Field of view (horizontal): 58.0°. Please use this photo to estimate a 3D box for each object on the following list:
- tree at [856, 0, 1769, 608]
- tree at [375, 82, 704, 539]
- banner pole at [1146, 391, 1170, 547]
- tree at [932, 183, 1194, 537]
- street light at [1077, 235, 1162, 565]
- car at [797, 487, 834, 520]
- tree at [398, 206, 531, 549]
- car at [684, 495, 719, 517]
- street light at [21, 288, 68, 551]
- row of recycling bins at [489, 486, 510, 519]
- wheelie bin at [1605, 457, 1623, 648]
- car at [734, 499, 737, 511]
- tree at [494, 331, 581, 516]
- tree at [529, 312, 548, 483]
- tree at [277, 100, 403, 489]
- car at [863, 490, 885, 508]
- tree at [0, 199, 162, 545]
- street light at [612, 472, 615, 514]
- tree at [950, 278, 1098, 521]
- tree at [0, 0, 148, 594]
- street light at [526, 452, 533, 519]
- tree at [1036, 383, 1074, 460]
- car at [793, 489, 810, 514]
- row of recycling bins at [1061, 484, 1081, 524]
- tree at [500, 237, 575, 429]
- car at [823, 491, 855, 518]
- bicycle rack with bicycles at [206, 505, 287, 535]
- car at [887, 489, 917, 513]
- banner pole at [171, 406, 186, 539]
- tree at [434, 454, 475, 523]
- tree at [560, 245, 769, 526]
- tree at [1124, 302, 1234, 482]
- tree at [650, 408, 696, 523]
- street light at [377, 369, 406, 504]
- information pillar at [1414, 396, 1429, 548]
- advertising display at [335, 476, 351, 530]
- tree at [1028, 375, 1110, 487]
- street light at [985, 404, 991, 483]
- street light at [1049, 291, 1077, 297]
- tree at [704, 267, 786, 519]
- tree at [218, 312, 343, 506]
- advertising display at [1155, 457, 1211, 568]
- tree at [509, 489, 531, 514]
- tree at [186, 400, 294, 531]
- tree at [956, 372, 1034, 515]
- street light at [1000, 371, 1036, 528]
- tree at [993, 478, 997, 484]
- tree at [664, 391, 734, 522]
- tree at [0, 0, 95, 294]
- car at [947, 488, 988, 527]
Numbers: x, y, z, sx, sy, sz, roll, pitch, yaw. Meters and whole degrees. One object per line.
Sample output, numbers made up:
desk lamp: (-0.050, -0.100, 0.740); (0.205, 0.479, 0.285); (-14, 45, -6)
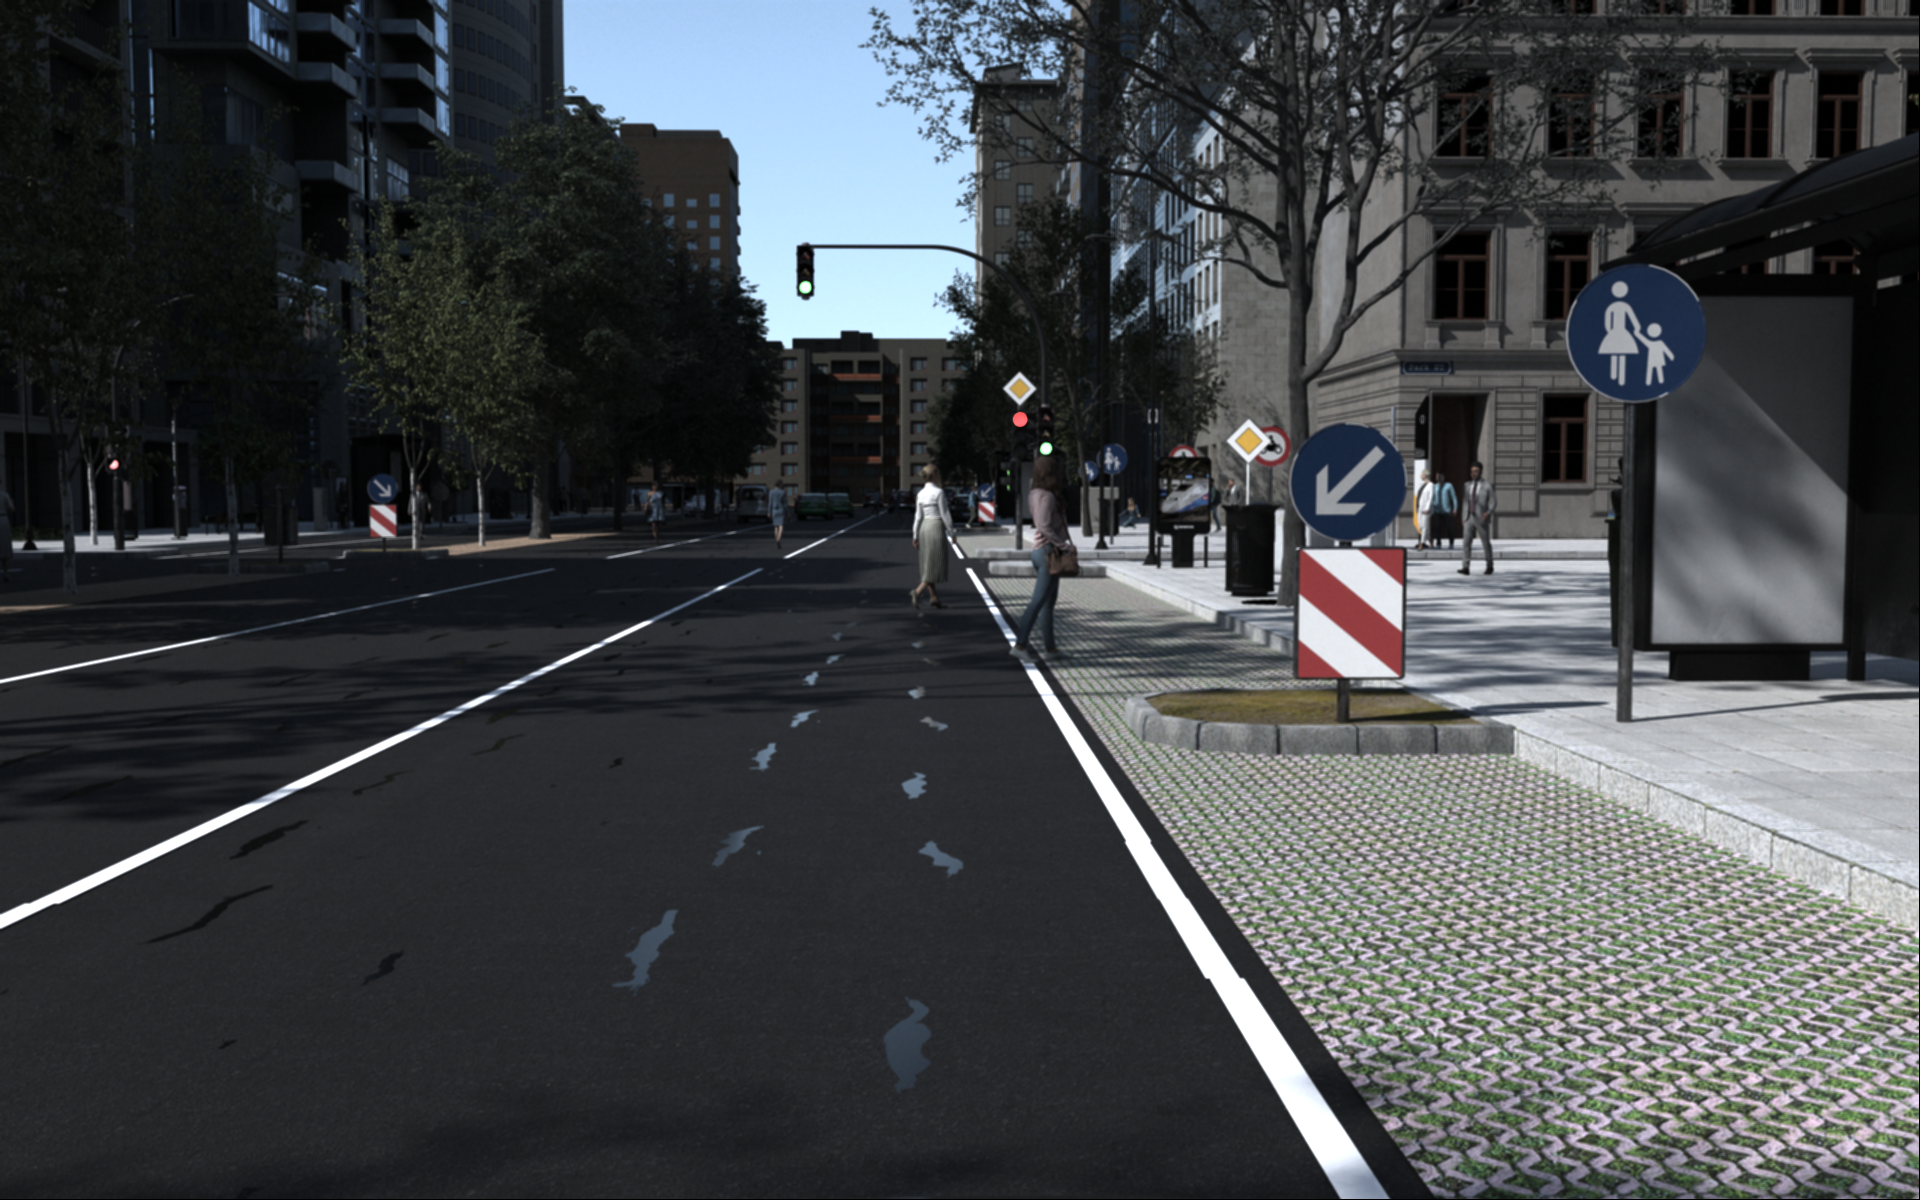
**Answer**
tree: (4.000, -6.681, 19.597); (12.009, 13.543, 11.850); (0, 3, 0)
tree: (-13.348, -8.904, 54.697); (9.857, 13.997, 8.962); (0, 3, 0)
banner pole: (4.798, -3.196, 42.271); (0.401, 3.779, 0.863); (-2, 4, -30)
tree: (3.611, -7.195, 52.054); (7.601, 10.594, 8.767); (3, 5, 41)
street light: (2.935, -3.587, 31.181); (1.470, 5.913, 1.316); (0, 4, -1)
car: (-7.966, -5.306, 95.555); (1.959, 1.807, 4.718); (0, 3, 0)
tree: (-13.193, -5.434, 41.665); (4.737, 8.622, 4.395); (0, 3, 0)
car: (-16.649, -6.080, 111.774); (2.083, 1.381, 4.827); (0, 4, -1)
street light: (-20.586, -4.075, 39.168); (1.470, 5.913, 1.316); (0, 4, -1)
row of recycling bins: (-23.992, -5.085, 90.248); (1.069, 1.692, 3.534); (-1, 4, -12)
wheelie bin: (5.815, -0.398, 14.413); (0.980, 1.594, 0.693); (3, 5, 42)
car: (-18.050, -8.252, 147.275); (2.083, 1.381, 4.827); (0, 4, 0)
tree: (-23.926, -10.760, 101.684); (9.928, 11.665, 9.643); (0, 3, 0)
tree: (-13.059, -5.762, 47.022); (4.737, 8.622, 4.395); (0, 3, 0)
tree: (-12.485, -4.684, 29.403); (4.737, 8.622, 4.395); (0, 3, 0)
car: (-8.911, -10.386, 178.488); (2.281, 1.827, 5.304); (0, 4, -1)
tree: (-21.817, -5.683, 43.284); (4.360, 8.622, 3.978); (0, 3, 0)
street light: (-22.162, -8.647, 113.921); (1.470, 5.913, 1.316); (0, 4, -1)
tree: (3.080, -9.626, 83.148); (9.928, 11.665, 9.643); (0, 3, 0)
tree: (-12.609, -4.362, 24.135); (4.737, 8.622, 4.395); (0, 3, 0)
street light: (-21.690, -7.132, 89.142); (1.470, 5.913, 1.316); (0, 4, -1)
tree: (5.829, -9.940, 112.879); (4.360, 8.622, 3.978); (0, 3, 0)
car: (-11.360, -7.327, 128.834); (2.155, 1.783, 4.494); (0, 4, -3)
row of recycling bins: (4.755, -4.199, 75.764); (1.069, 1.692, 3.534); (0, 4, -4)
tree: (-13.059, -9.352, 65.732); (12.009, 13.543, 11.850); (0, 3, 0)
car: (-7.372, -5.895, 105.171); (1.959, 1.807, 4.718); (0, 4, -1)
bicycle rack with bicycles: (-22.903, -2.585, 55.649); (2.852, 0.926, 2.925); (-1, 4, -11)
car: (-4.417, -7.535, 131.865); (2.281, 1.827, 5.304); (0, 4, 0)
banner pole: (-22.365, -3.630, 49.364); (0.401, 3.779, 0.863); (-2, 4, -33)
tree: (-22.292, -4.985, 76.101); (1.663, 3.219, 1.824); (0, 3, 0)
tree: (-13.573, -9.664, 77.463); (9.611, 12.733, 9.660); (0, 3, 0)
tree: (8.639, -7.095, 66.370); (4.360, 8.622, 3.978); (0, 3, 0)
tree: (-13.592, -8.069, 84.746); (4.360, 8.622, 3.978); (0, 3, 0)
street light: (-21.061, -5.616, 64.366); (1.470, 5.913, 1.316); (0, 4, -1)
information pillar: (11.080, -3.072, 41.581); (0.183, 3.616, 0.504); (-1, 4, -17)
advertising display: (-22.433, -3.533, 62.973); (0.123, 1.923, 0.974); (-3, 5, -44)
tree: (6.932, -9.476, 105.288); (4.737, 8.622, 4.395); (0, 3, 0)
street light: (1.699, -7.150, 89.442); (1.470, 5.913, 1.316); (0, 4, -1)
street light: (2.734, -4.119, 39.885); (1.470, 5.913, 1.316); (0, 4, -1)
tree: (-14.119, -11.498, 97.102); (9.857, 13.997, 8.962); (0, 3, 0)
tree: (-26.614, -7.213, 68.299); (4.360, 8.622, 3.978); (0, 3, 0)
advertising display: (3.871, -1.520, 30.062); (0.974, 1.923, 0.123); (-1, 4, -10)
tree: (-28.300, -7.178, 111.957); (1.663, 3.219, 1.824); (0, 3, 0)
tree: (-25.270, -4.703, 60.606); (4.285, 4.588, 4.351); (0, 3, 0)
tree: (2.125, -9.430, 104.538); (4.360, 8.622, 3.978); (0, 3, 0)
street light: (2.254, -5.634, 64.664); (1.470, 5.913, 1.316); (0, 4, -1)
tree: (2.824, -6.992, 108.913); (1.663, 3.219, 1.824); (0, 3, 0)
tree: (-13.530, -8.353, 89.388); (4.737, 8.622, 4.395); (0, 3, 0)
tree: (-12.767, -5.935, 17.625); (7.486, 12.596, 7.792); (0, 3, 0)
car: (0.335, -4.074, 76.404); (2.009, 1.686, 4.222); (0, 4, -1)
